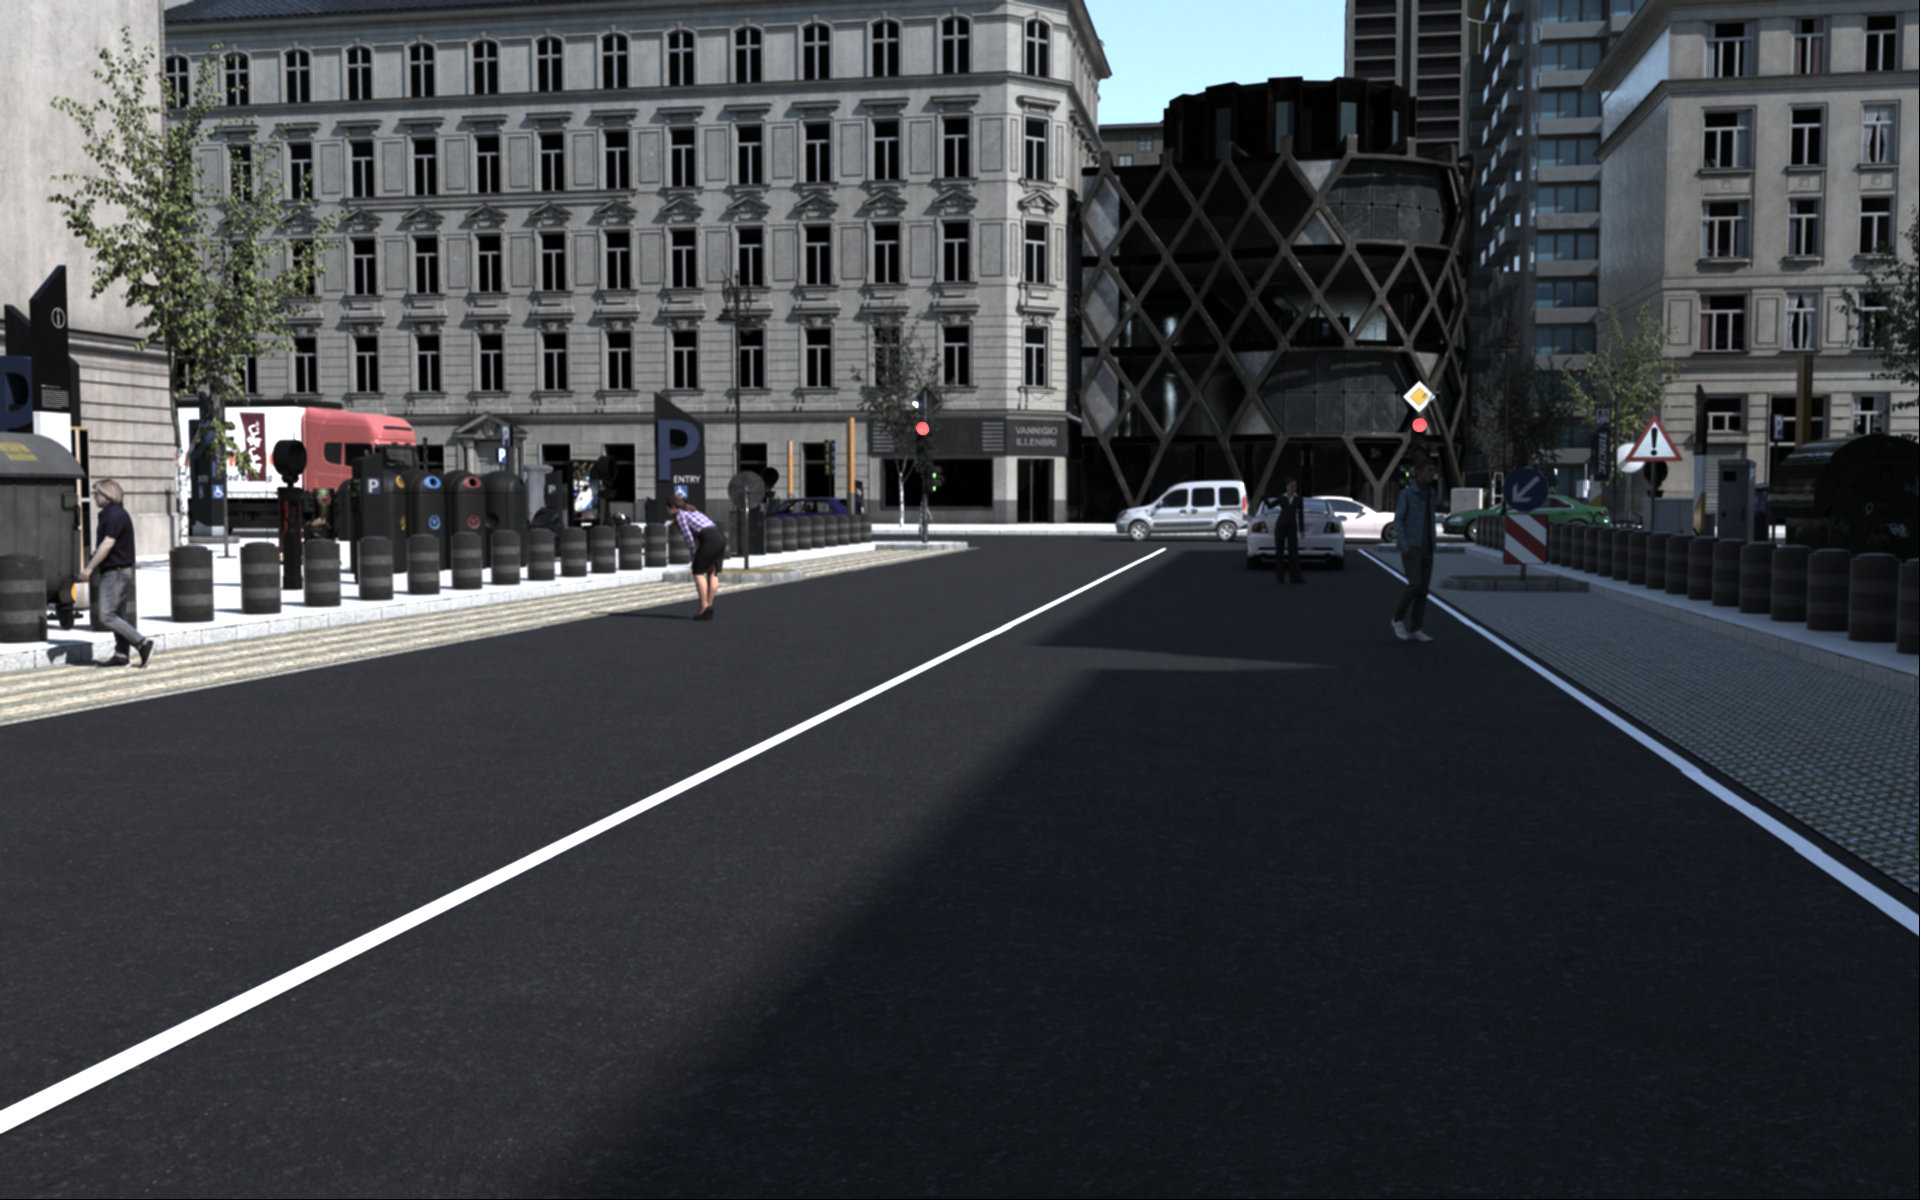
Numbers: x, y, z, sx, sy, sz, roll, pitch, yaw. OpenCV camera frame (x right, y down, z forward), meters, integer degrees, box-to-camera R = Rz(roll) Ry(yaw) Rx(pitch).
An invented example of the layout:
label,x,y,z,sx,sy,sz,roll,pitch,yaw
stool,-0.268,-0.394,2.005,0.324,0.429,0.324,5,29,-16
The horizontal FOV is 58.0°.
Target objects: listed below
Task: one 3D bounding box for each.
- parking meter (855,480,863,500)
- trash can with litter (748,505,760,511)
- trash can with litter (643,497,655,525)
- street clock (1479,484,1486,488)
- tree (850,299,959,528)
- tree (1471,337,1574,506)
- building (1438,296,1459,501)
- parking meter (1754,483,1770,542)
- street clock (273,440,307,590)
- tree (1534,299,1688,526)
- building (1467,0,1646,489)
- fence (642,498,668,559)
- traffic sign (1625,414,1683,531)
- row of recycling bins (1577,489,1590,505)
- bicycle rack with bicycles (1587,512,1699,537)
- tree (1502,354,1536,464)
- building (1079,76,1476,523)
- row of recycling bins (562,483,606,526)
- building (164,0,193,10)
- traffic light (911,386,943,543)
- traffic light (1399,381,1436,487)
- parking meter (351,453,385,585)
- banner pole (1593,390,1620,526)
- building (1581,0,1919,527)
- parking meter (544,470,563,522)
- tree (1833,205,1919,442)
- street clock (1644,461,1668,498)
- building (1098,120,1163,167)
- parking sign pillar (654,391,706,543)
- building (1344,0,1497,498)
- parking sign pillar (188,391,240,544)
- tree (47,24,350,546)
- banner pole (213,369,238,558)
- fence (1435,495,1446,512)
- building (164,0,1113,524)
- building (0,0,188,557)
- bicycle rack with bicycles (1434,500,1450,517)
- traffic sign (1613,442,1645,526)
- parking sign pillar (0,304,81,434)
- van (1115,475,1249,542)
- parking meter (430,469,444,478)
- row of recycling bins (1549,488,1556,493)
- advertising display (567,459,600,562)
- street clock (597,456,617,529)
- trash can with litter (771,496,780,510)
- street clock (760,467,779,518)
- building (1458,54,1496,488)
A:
label,x,y,z,sx,sy,sz,roll,pitch,yaw
parking meter,-4.051,-3.867,68.929,0.399,1.863,0.255,-1,4,-9
trash can with litter,-8.087,-3.581,69.934,1.055,1.170,0.624,0,4,-7
trash can with litter,-12.539,-3.686,71.661,1.055,1.170,0.624,-1,4,-16
street clock,38.190,-7.460,126.546,0.471,2.002,0.358,1,4,15
tree,-2.163,-7.018,65.101,4.360,8.622,3.978,0,3,0
tree,26.352,-7.986,80.939,4.360,8.622,3.978,0,3,0
building,56.421,-24.854,178.067,14.160,30.474,14.107,1,4,10
parking meter,18.687,-1.958,40.421,0.372,1.533,0.369,0,3,0
street clock,-8.951,-1.138,23.180,0.358,2.002,0.471,1,4,9
tree,24.957,-7.021,65.159,4.737,8.622,4.395,0,3,0
building,54.779,-31.868,140.646,23.786,49.044,30.456,1,4,10
fence,-6.281,-1.482,35.441,0.480,1.192,2.264,-1,4,-15
traffic sign,11.336,-1.733,28.337,0.884,2.594,0.081,1,4,18
row of recycling bins,45.527,-7.144,123.924,1.069,1.692,3.534,-2,4,-24
bicycle rack with bicycles,13.429,-1.302,34.670,2.925,0.926,2.852,-1,4,-8
tree,30.054,-8.474,88.915,4.737,8.622,4.395,0,3,0
building,14.570,-12.944,79.090,16.811,18.784,16.820,1,4,10
row of recycling bins,-14.606,-3.644,66.692,1.069,1.692,3.534,1,4,11
building,-52.519,-19.004,88.207,29.804,29.767,11.434,1,4,10
traffic light,-0.899,-3.446,45.261,0.839,4.253,0.868,1,4,10
traffic light,11.364,-3.311,43.048,0.839,4.253,0.868,1,4,10
parking meter,-8.392,-1.152,24.553,0.255,1.863,0.399,3,4,38
banner pole,15.709,-3.181,42.019,0.401,3.779,0.863,-2,4,-30
building,43.053,-14.651,72.821,30.059,22.955,16.112,1,4,10
parking meter,-9.884,-2.227,42.122,0.399,1.863,0.255,1,4,9
tree,20.081,-5.160,34.734,4.737,8.622,4.395,0,3,0
street clock,14.611,-1.948,36.415,0.471,2.002,0.358,-2,4,-27
building,24.384,-40.067,244.339,27.495,52.752,28.713,1,4,10
parking sign pillar,-7.364,-3.493,45.579,1.447,3.967,1.447,-1,4,-12
building,62.092,-48.603,232.915,20.611,71.187,20.563,1,4,10
parking sign pillar,-19.511,-3.454,44.947,1.447,3.967,1.447,-3,5,-45
tree,-12.465,-4.757,28.132,4.737,8.622,4.395,0,3,0
banner pole,-14.914,-2.748,34.949,0.401,3.779,0.863,-3,5,-39
fence,29.731,-5.929,108.137,2.264,1.192,0.480,-3,5,-43
building,-15.509,-18.791,83.650,44.131,29.872,17.030,1,4,10
building,-26.332,-10.331,33.541,19.286,19.102,10.561,1,4,10
bicycle rack with bicycles,27.189,-5.093,96.653,2.925,0.926,2.852,1,4,18
traffic sign,16.501,-2.608,42.750,0.768,2.556,0.104,1,4,20
parking sign pillar,-13.002,-2.197,24.386,1.447,3.967,1.447,2,4,24
van,6.822,-2.823,53.160,4.112,2.044,2.013,1,4,9
parking meter,-12.071,-2.099,40.026,0.255,1.863,0.399,0,4,-5
row of recycling bins,36.376,-6.362,111.129,3.534,1.692,1.069,1,4,10
advertising display,-7.089,-1.679,32.662,0.123,1.923,0.974,1,4,19
street clock,-6.670,-1.726,32.785,0.358,2.002,0.471,1,4,10
trash can with litter,-8.009,-3.754,72.432,2.233,1.210,1.678,2,4,30
street clock,-5.146,-2.584,46.812,0.471,2.002,0.358,-1,4,-18
building,54.365,-29.355,163.554,14.154,41.232,14.086,1,4,10
